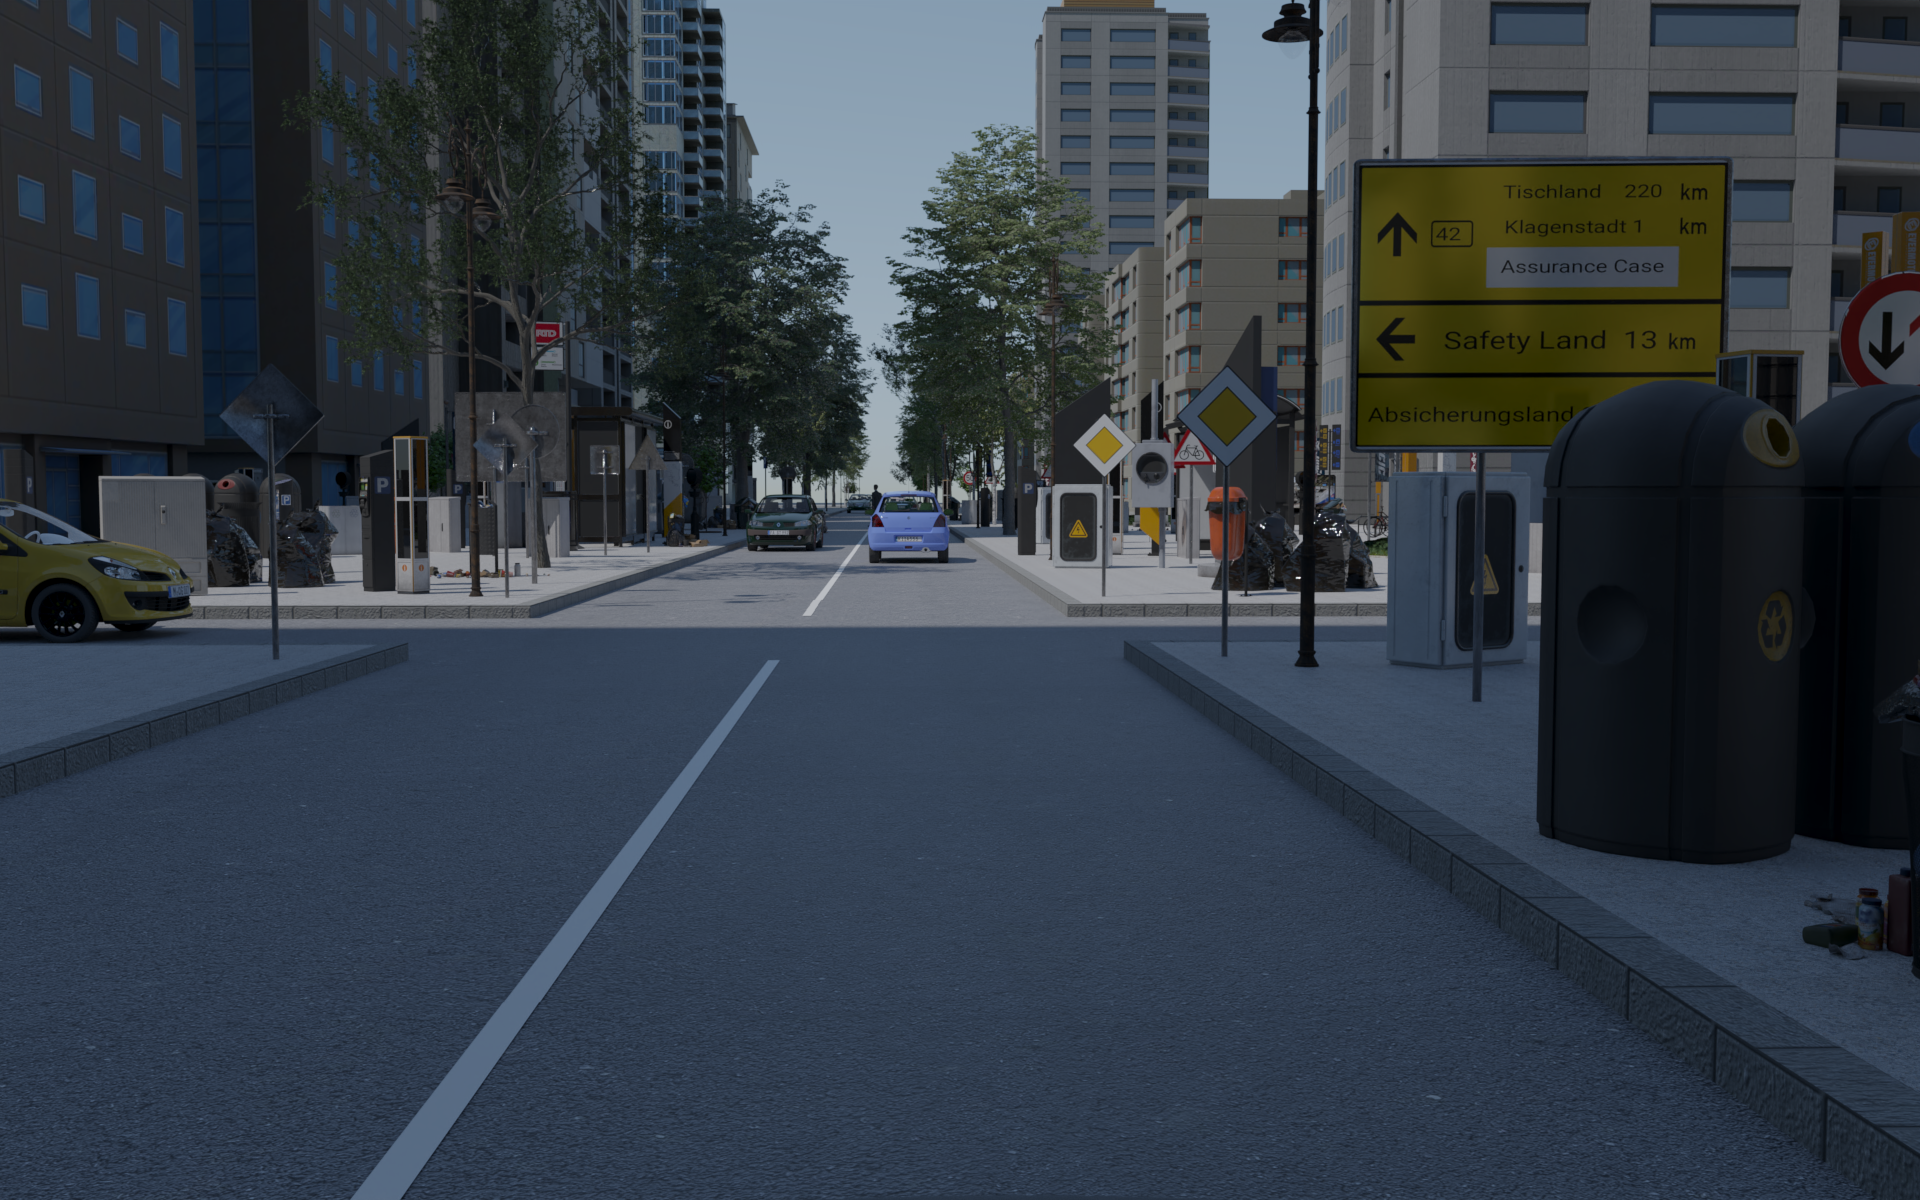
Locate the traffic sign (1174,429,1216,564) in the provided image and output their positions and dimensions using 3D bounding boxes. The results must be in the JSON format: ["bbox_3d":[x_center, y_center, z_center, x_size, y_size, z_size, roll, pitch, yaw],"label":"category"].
[{"bbox_3d":[4.238,-1.941,31.738,0.884,2.594,0.081,0,4,2],"label":"traffic sign"}]

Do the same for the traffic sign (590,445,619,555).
[{"bbox_3d":[-7.428,-2.086,36.240,0.606,2.300,0.079,0,4,-1],"label":"traffic sign"}]

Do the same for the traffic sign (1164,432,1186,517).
[{"bbox_3d":[4.262,-2.212,36.167,0.884,2.594,0.081,0,4,4],"label":"traffic sign"}]

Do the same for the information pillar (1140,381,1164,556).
[{"bbox_3d":[3.979,-2.718,35.799,0.504,3.616,0.183,0,4,3],"label":"information pillar"}]

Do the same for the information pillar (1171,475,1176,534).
[{"bbox_3d":[7.030,-3.164,56.223,0.304,2.012,0.304,2,4,26],"label":"information pillar"}]

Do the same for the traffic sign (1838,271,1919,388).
[{"bbox_3d":[5.414,-0.605,10.006,0.768,2.556,0.104,0,4,1],"label":"traffic sign"}]

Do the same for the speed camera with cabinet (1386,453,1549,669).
[{"bbox_3d":[4.210,-1.159,13.291,2.038,3.252,0.660,-2,4,-33],"label":"speed camera with cabinet"}]

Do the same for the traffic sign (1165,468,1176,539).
[{"bbox_3d":[5.653,-2.924,47.816,0.884,2.594,0.081,0,4,1],"label":"traffic sign"}]

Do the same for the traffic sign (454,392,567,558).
[{"bbox_3d":[-8.972,-2.489,34.576,2.265,3.308,0.079,0,4,5],"label":"traffic sign"}]

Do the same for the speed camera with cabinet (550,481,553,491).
[{"bbox_3d":[-19.042,-5.302,81.020,2.038,3.252,0.660,3,4,38],"label":"speed camera with cabinet"}]

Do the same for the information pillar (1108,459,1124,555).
[{"bbox_3d":[3.278,-1.956,36.475,0.304,2.012,0.304,1,4,13],"label":"information pillar"}]

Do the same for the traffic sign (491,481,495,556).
[{"bbox_3d":[-9.609,-2.179,35.625,0.884,2.594,0.081,0,4,3],"label":"traffic sign"}]

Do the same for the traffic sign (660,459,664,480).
[{"bbox_3d":[-8.420,-2.945,50.281,0.606,2.300,0.079,0,4,7],"label":"traffic sign"}]

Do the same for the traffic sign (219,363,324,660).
[{"bbox_3d":[-5.303,-0.595,13.373,0.795,2.450,0.064,0,4,-2],"label":"traffic sign"}]

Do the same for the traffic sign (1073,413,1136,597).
[{"bbox_3d":[1.795,-1.098,21.602,0.795,2.450,0.064,0,4,-2],"label":"traffic sign"}]

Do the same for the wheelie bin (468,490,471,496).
[{"bbox_3d":[-18.534,-3.584,66.500,0.693,1.594,0.980,-1,4,-21],"label":"wheelie bin"}]

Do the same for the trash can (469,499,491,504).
[{"bbox_3d":[-13.919,-2.377,50.517,0.748,1.137,0.748,0,3,0],"label":"trash can"}]

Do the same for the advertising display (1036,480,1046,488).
[{"bbox_3d":[4.189,-5.078,88.242,0.123,1.923,0.974,1,4,22],"label":"advertising display"}]

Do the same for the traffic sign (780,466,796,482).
[{"bbox_3d":[-7.834,-4.818,78.886,0.768,2.556,0.104,0,4,5],"label":"traffic sign"}]

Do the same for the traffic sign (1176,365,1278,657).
[{"bbox_3d":[2.087,-0.610,13.622,0.795,2.450,0.064,0,4,-2],"label":"traffic sign"}]

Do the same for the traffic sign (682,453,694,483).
[{"bbox_3d":[-8.686,-3.304,54.134,0.768,2.556,0.104,0,4,6],"label":"traffic sign"}]

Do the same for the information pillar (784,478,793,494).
[{"bbox_3d":[-7.767,-4.518,78.358,0.304,2.012,0.304,-2,4,-32],"label":"information pillar"}]

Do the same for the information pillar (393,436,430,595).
[{"bbox_3d":[-7.029,-1.084,22.220,0.304,2.012,0.304,2,4,28],"label":"information pillar"}]

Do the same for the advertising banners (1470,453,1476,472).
[{"bbox_3d":[17.359,-3.740,57.332,0.090,3.025,2.074,-1,4,-11],"label":"advertising banners"}]

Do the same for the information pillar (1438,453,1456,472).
[{"bbox_3d":[7.621,-2.188,27.122,0.183,3.616,0.504,3,5,41],"label":"information pillar"}]

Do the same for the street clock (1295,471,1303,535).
[{"bbox_3d":[10.733,-3.035,54.185,0.471,2.002,0.358,-1,4,-19],"label":"street clock"}]

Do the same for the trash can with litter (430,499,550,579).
[{"bbox_3d":[-7.674,-0.977,27.038,2.233,1.210,1.678,2,4,25],"label":"trash can with litter"}]

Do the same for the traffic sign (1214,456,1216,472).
[{"bbox_3d":[5.200,-1.922,33.561,0.606,2.300,0.079,0,4,1],"label":"traffic sign"}]

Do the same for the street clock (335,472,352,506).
[{"bbox_3d":[-19.967,-3.154,56.130,0.471,2.002,0.358,1,4,23],"label":"street clock"}]

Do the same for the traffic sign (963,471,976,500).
[{"bbox_3d":[0.557,-5.853,95.804,0.768,2.556,0.104,0,4,6],"label":"traffic sign"}]

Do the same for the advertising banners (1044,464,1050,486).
[{"bbox_3d":[4.059,-5.815,91.268,0.090,3.025,2.074,-3,5,-40],"label":"advertising banners"}]

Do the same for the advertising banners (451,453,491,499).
[{"bbox_3d":[-20.773,-4.772,74.212,2.074,3.025,0.090,0,4,3],"label":"advertising banners"}]

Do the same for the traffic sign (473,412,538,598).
[{"bbox_3d":[-5.595,-1.083,21.352,0.795,2.450,0.064,0,4,-2],"label":"traffic sign"}]

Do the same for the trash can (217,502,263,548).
[{"bbox_3d":[-12.617,-1.145,30.378,0.748,1.137,0.748,0,3,0],"label":"trash can"}]

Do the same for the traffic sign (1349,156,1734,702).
[{"bbox_3d":[3.521,-1.023,10.595,2.265,3.308,0.079,0,4,2],"label":"traffic sign"}]

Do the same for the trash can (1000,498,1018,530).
[{"bbox_3d":[1.815,-3.085,62.090,0.748,1.137,0.748,0,3,0],"label":"trash can"}]

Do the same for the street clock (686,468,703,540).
[{"bbox_3d":[-7.408,-2.678,48.361,0.471,2.002,0.358,3,5,44],"label":"street clock"}]

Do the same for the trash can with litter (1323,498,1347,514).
[{"bbox_3d":[10.900,-2.449,51.433,1.055,1.170,0.624,-1,4,-16],"label":"trash can with litter"}]

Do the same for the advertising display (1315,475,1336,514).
[{"bbox_3d":[11.928,-3.179,57.195,0.974,1.923,0.123,-1,4,-12],"label":"advertising display"}]

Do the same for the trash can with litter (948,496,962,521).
[{"bbox_3d":[-0.063,-4.372,82.869,1.055,1.170,0.624,2,4,32],"label":"trash can with litter"}]

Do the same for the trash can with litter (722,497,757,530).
[{"bbox_3d":[-8.030,-3.133,62.618,0.624,1.170,1.055,3,5,44],"label":"trash can with litter"}]

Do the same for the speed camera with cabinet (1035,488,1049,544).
[{"bbox_3d":[2.792,-3.089,44.839,2.038,3.252,0.660,-2,4,-32],"label":"speed camera with cabinet"}]

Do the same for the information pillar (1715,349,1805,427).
[{"bbox_3d":[4.123,-0.276,8.997,0.304,2.012,0.304,-1,4,-11],"label":"information pillar"}]

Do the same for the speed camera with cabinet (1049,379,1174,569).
[{"bbox_3d":[2.645,-2.174,29.887,2.038,3.252,0.660,1,4,12],"label":"speed camera with cabinet"}]

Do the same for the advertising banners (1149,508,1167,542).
[{"bbox_3d":[5.134,-3.019,45.553,0.090,3.025,2.074,-1,4,-8],"label":"advertising banners"}]

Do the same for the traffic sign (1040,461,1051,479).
[{"bbox_3d":[3.236,-3.692,60.366,0.884,2.594,0.081,0,3,0],"label":"traffic sign"}]

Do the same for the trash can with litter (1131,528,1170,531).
[{"bbox_3d":[6.894,-3.066,61.191,1.678,1.210,2.233,1,4,21],"label":"trash can with litter"}]

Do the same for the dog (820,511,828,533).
[{"bbox_3d":[-5.121,-2.860,63.595,0.513,0.831,0.800,2,4,30],"label":"dog"}]

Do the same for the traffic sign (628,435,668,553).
[{"bbox_3d":[-6.823,-2.315,37.861,0.884,2.594,0.081,0,4,7],"label":"traffic sign"}]

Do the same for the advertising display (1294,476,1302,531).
[{"bbox_3d":[11.541,-3.389,60.625,0.123,1.923,0.974,-3,5,-44],"label":"advertising display"}]

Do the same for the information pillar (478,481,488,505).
[{"bbox_3d":[-10.314,-2.000,37.198,0.304,2.012,0.304,0,4,-3],"label":"information pillar"}]

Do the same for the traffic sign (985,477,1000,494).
[{"bbox_3d":[1.681,-5.571,91.094,0.884,2.594,0.081,0,4,7],"label":"traffic sign"}]

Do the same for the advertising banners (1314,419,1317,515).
[{"bbox_3d":[8.150,-2.671,39.857,0.090,3.025,2.074,1,4,15],"label":"advertising banners"}]

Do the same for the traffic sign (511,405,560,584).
[{"bbox_3d":[-6.087,-1.504,24.705,0.768,2.556,0.104,0,4,5],"label":"traffic sign"}]

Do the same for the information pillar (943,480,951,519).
[{"bbox_3d":[-0.703,-5.290,90.979,0.304,2.012,0.304,2,4,32],"label":"information pillar"}]
